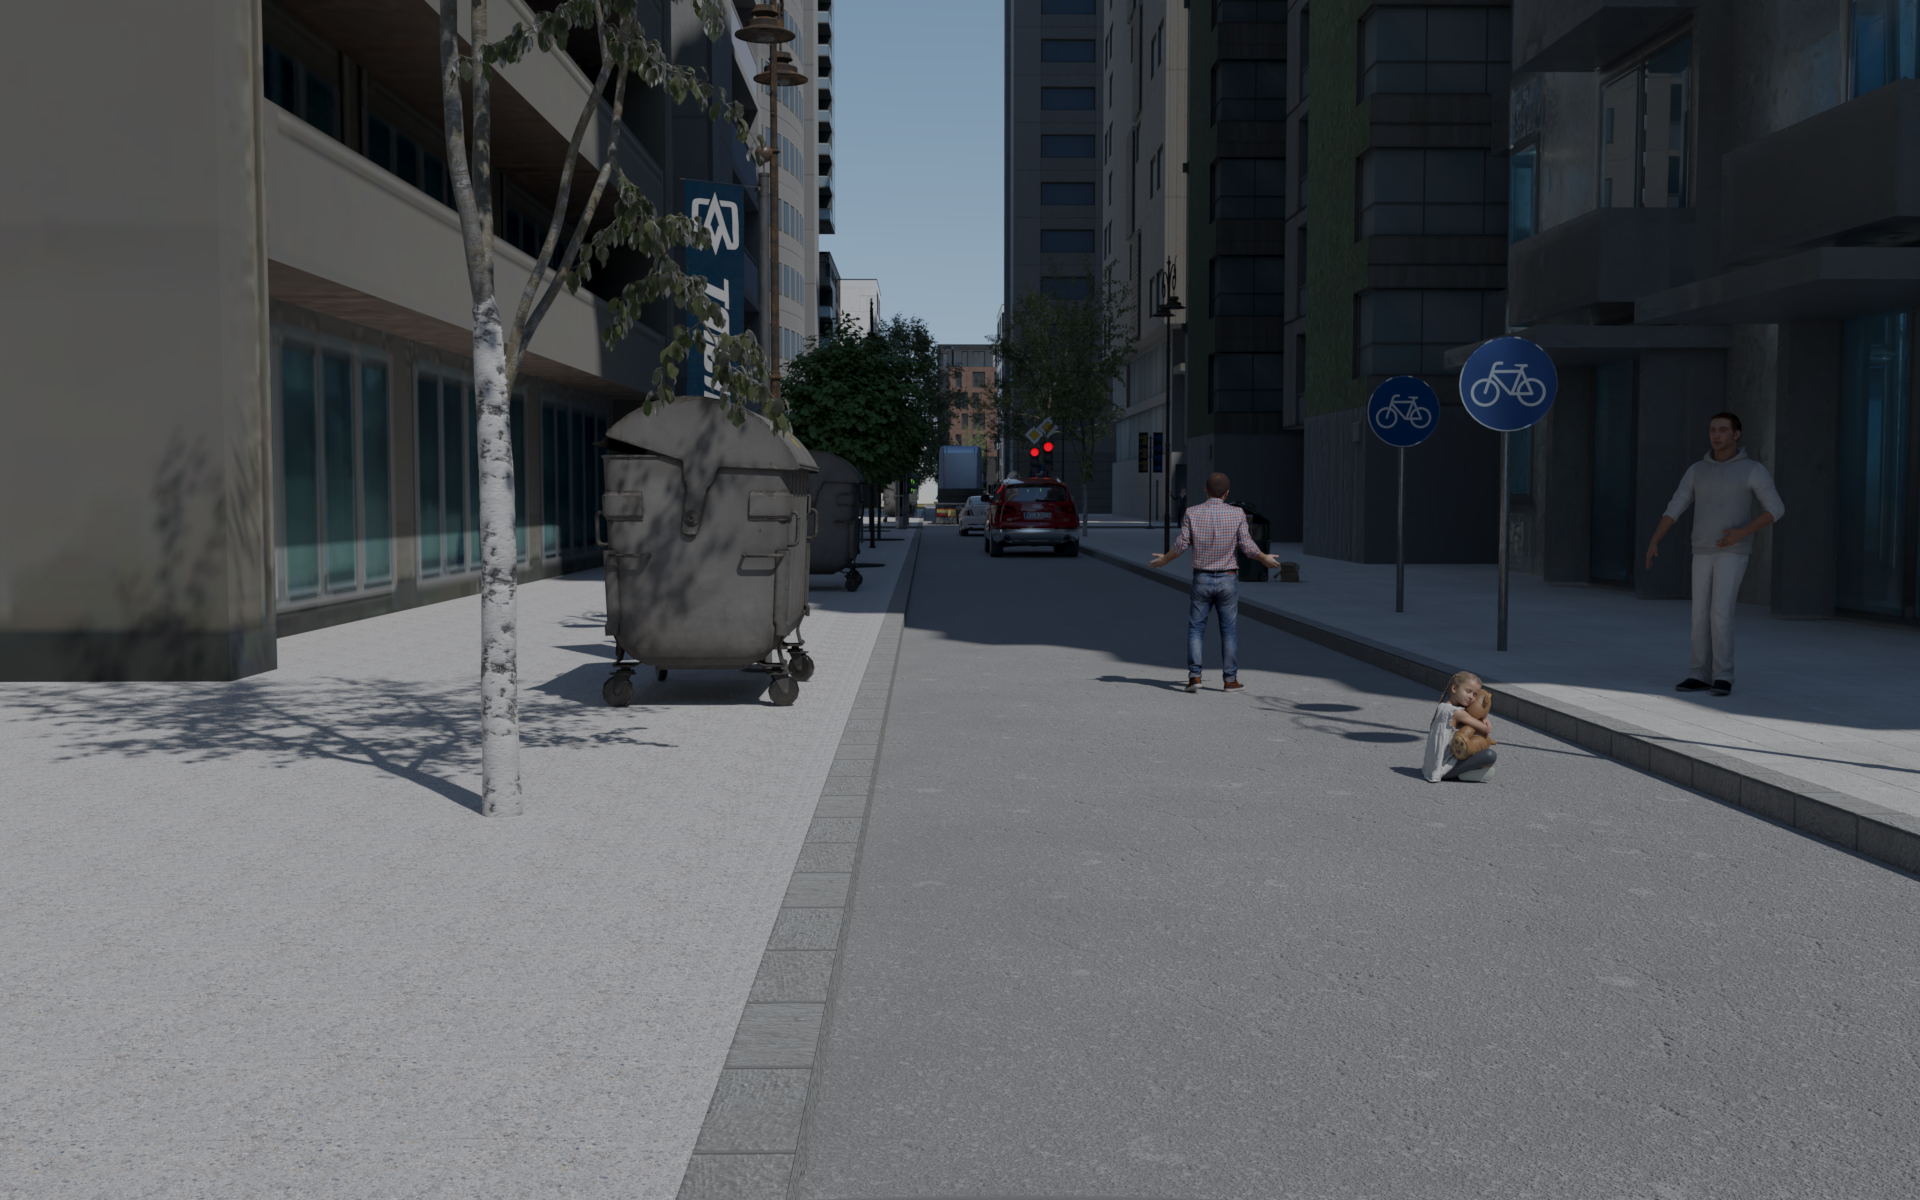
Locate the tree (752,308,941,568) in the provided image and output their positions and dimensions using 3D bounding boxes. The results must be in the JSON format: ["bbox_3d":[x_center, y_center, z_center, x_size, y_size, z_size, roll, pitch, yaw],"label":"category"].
[{"bbox_3d":[-1.962,-2.870,30.634,4.285,4.588,4.351,0,3,0],"label":"tree"}]

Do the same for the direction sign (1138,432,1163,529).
[{"bbox_3d":[6.975,-4.371,63.455,0.876,3.537,0.379,0,4,7],"label":"direction sign"}]

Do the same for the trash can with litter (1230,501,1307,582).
[{"bbox_3d":[4.543,-0.856,25.390,1.055,1.170,0.624,0,4,7],"label":"trash can with litter"}]

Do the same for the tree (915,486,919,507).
[{"bbox_3d":[-5.128,-11.668,185.373,1.663,3.219,1.824,0,3,0],"label":"tree"}]

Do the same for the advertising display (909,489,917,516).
[{"bbox_3d":[-2.801,-5.873,101.230,0.123,1.923,0.974,2,4,31],"label":"advertising display"}]

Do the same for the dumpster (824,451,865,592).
[{"bbox_3d":[-1.938,-1.074,23.326,1.264,1.857,1.865,0,4,-1],"label":"dumpster"}]

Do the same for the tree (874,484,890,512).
[{"bbox_3d":[-5.976,-8.376,131.555,1.663,3.219,1.824,0,3,0],"label":"tree"}]

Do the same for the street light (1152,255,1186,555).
[{"bbox_3d":[4.050,-3.728,33.734,0.468,5.910,1.993,0,4,-1],"label":"street light"}]

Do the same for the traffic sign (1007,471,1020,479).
[{"bbox_3d":[2.946,-5.767,94.395,0.768,2.556,0.104,0,4,2],"label":"traffic sign"}]

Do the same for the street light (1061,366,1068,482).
[{"bbox_3d":[3.643,-5.406,61.177,0.468,5.910,1.993,0,4,-1],"label":"street light"}]

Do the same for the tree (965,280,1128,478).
[{"bbox_3d":[3.708,-8.668,76.135,7.601,10.594,8.767,-1,4,-8],"label":"tree"}]

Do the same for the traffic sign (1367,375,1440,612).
[{"bbox_3d":[4.773,-1.139,18.722,0.768,2.556,0.104,0,4,4],"label":"traffic sign"}]

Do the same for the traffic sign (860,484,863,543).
[{"bbox_3d":[-2.567,-2.759,45.223,0.768,2.556,0.104,0,4,6],"label":"traffic sign"}]

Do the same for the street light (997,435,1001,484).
[{"bbox_3d":[2.657,-8.943,119.008,0.468,5.910,1.993,0,4,-1],"label":"street light"}]

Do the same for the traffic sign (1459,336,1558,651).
[{"bbox_3d":[4.434,-0.855,14.086,0.768,2.556,0.104,1,4,8],"label":"traffic sign"}]

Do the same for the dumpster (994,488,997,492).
[{"bbox_3d":[2.741,-6.173,106.685,1.264,1.857,1.865,0,4,-1],"label":"dumpster"}]

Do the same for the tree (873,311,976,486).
[{"bbox_3d":[-3.745,-11.708,108.439,9.611,12.733,9.660,0,3,0],"label":"tree"}]

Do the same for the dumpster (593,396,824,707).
[{"bbox_3d":[-1.586,-0.326,11.096,1.264,1.857,1.865,0,4,-1],"label":"dumpster"}]

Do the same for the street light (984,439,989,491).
[{"bbox_3d":[2.208,-10.552,145.308,0.468,5.910,1.993,0,4,-1],"label":"street light"}]

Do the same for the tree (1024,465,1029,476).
[{"bbox_3d":[4.037,-6.375,98.839,1.663,3.219,1.824,0,3,0],"label":"tree"}]

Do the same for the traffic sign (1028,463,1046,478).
[{"bbox_3d":[3.205,-4.368,71.521,0.768,2.556,0.104,0,4,6],"label":"traffic sign"}]

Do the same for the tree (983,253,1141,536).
[{"bbox_3d":[3.560,-6.224,52.123,4.737,8.622,4.395,0,3,0],"label":"tree"}]

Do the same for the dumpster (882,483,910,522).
[{"bbox_3d":[-2.929,-4.483,79.061,1.264,1.857,1.865,0,4,-1],"label":"dumpster"}]

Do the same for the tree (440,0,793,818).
[{"bbox_3d":[-1.606,-3.440,6.608,4.360,8.622,3.978,0,3,0],"label":"tree"}]

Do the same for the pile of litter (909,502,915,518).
[{"bbox_3d":[-3.056,-4.941,94.742,1.176,0.858,1.719,0,4,-6],"label":"pile of litter"}]

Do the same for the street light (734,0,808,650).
[{"bbox_3d":[-1.515,-2.531,14.170,0.468,5.910,1.993,0,4,-1],"label":"street light"}]

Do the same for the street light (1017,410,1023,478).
[{"bbox_3d":[3.105,-7.335,92.708,0.468,5.910,1.993,0,4,-1],"label":"street light"}]

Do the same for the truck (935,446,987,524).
[{"bbox_3d":[0.039,-6.178,90.763,2.967,4.110,18.799,0,3,0],"label":"truck"}]

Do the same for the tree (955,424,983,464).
[{"bbox_3d":[1.338,-13.942,178.308,4.737,8.622,4.395,0,3,0],"label":"tree"}]

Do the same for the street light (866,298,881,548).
[{"bbox_3d":[-2.080,-4.170,40.969,0.468,5.910,1.993,0,4,-1],"label":"street light"}]
